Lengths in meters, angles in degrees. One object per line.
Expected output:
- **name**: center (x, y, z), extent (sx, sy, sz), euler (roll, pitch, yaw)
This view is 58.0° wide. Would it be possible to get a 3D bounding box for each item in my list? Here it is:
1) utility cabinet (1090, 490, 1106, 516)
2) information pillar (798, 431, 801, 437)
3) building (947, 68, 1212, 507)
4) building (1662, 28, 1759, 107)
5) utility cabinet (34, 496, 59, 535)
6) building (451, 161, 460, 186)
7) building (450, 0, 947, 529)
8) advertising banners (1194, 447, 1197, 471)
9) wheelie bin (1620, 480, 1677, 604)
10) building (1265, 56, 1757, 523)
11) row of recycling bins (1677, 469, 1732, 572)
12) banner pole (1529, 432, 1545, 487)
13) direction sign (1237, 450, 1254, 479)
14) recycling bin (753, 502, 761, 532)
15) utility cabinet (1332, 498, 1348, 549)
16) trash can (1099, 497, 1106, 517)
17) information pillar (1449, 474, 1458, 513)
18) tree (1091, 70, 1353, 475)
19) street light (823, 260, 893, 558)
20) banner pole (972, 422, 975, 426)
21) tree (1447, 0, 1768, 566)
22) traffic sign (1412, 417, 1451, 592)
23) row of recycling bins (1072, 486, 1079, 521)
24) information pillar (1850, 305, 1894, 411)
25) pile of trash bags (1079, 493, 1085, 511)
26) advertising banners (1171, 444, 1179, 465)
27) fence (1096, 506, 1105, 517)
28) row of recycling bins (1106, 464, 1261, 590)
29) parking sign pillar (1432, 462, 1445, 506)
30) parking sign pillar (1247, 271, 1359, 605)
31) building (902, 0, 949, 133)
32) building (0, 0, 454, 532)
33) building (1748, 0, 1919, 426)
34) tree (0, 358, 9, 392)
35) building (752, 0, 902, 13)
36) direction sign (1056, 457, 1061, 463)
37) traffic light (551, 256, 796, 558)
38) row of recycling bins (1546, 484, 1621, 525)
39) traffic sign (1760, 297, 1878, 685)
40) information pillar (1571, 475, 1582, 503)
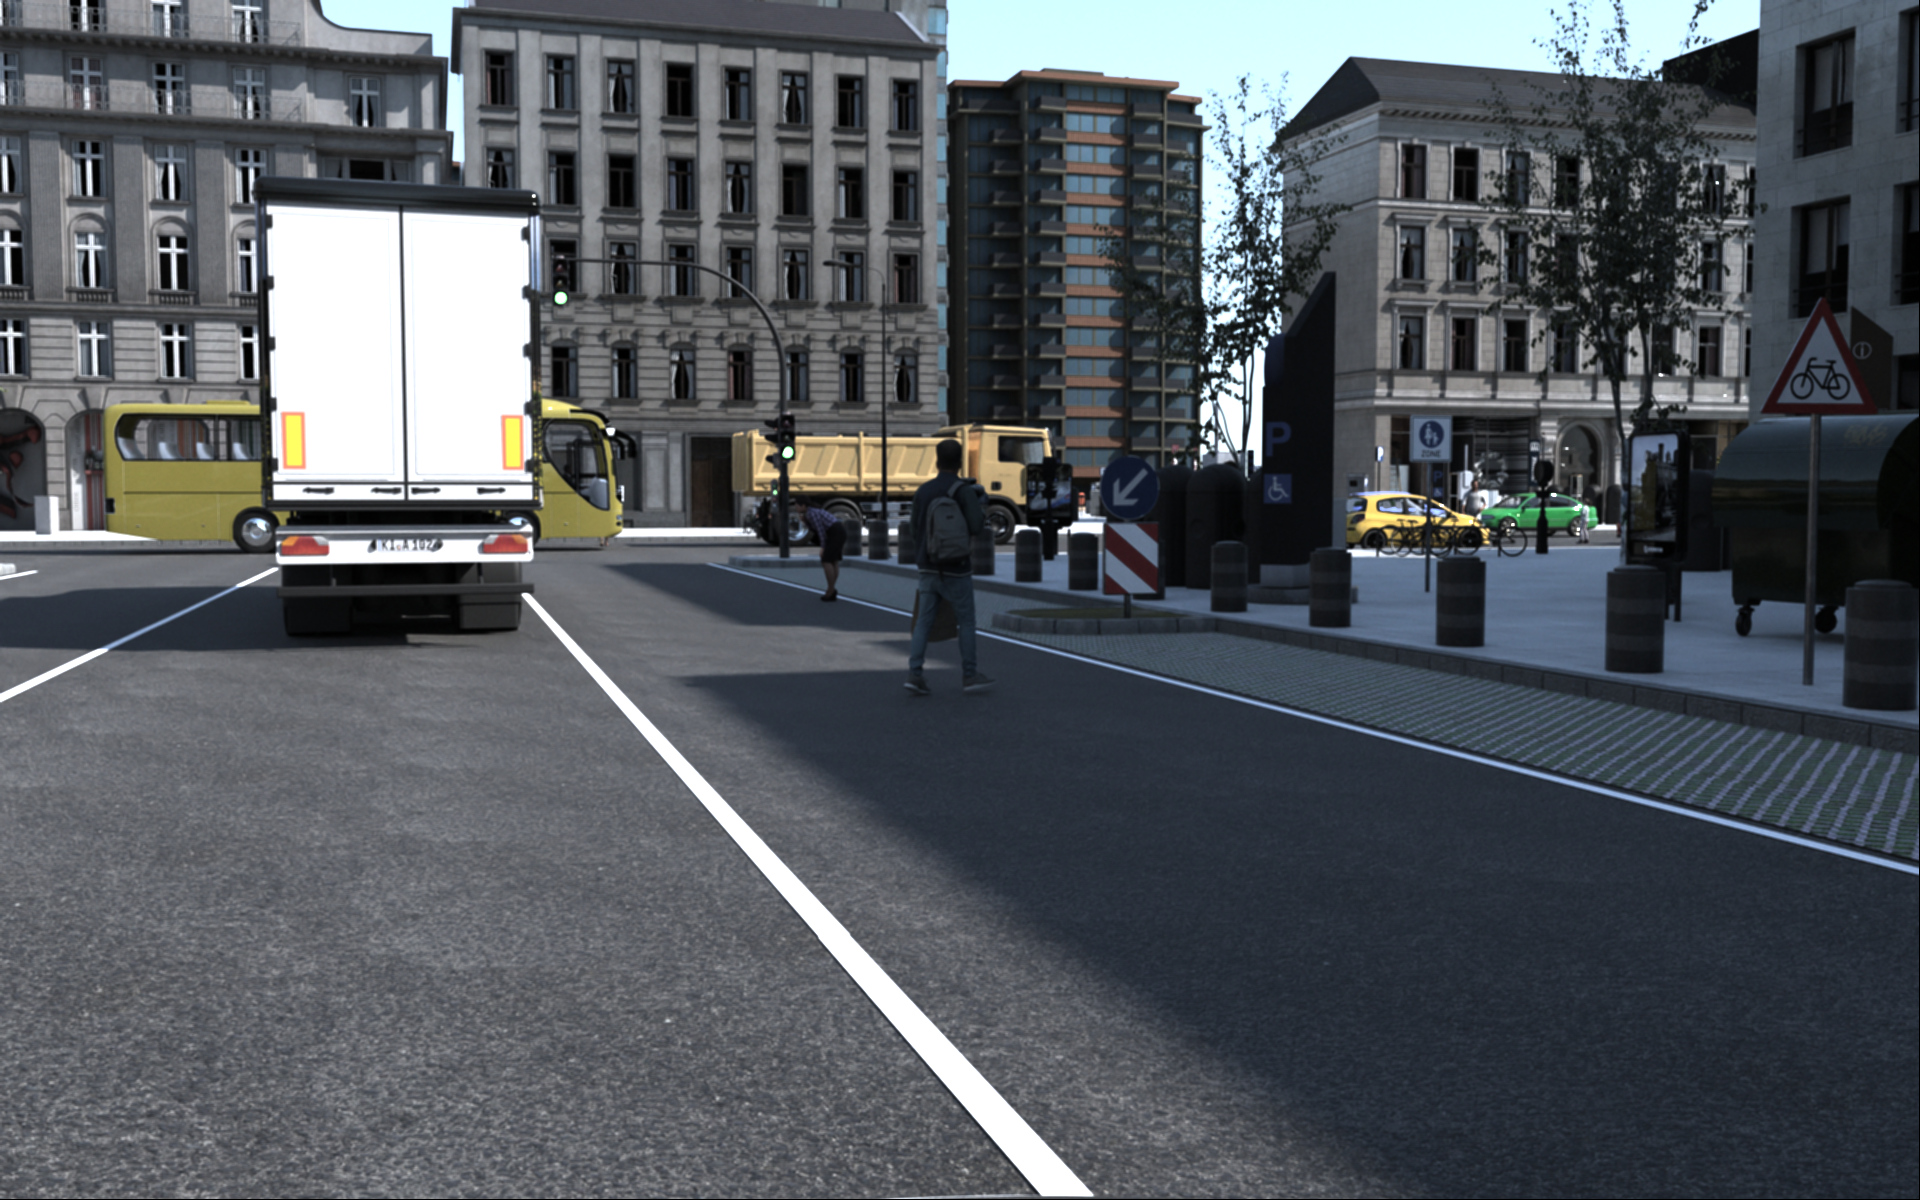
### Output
- **utility cabinet**: center (8.014, -5.496, 98.530), extent (1.173, 1.500, 0.318), euler (2, 4, 24)
- **information pillar**: center (-5.946, -4.466, 64.377), extent (0.183, 3.616, 0.504), euler (-1, 4, -12)
- **building**: center (11.545, -32.252, 181.947), extent (28.867, 44.769, 22.147), euler (-1, 4, -17)
- **building**: center (45.299, -15.663, 85.770), extent (15.834, 23.373, 12.332), euler (-1, 4, -17)
- **utility cabinet**: center (-28.812, -2.660, 54.660), extent (1.020, 1.237, 0.306), euler (3, 4, 38)
- **building**: center (-61.860, -34.970, 226.384), extent (28.867, 44.769, 22.147), euler (-1, 4, -17)
- **building**: center (-10.646, -13.452, 69.097), extent (18.267, 20.994, 9.793), euler (-1, 4, -17)
- **advertising banners**: center (8.448, -4.118, 63.520), extent (0.090, 3.025, 2.074), euler (1, 4, 22)
- **wheelie bin**: center (8.108, -0.760, 20.338), extent (0.693, 1.594, 0.980), euler (1, 4, 20)
- **building**: center (17.647, -13.881, 77.869), extent (40.483, 20.767, 10.553), euler (-1, 4, -17)
- **row of recycling bins**: center (13.181, -1.397, 29.949), extent (1.069, 1.692, 3.534), euler (3, 5, 44)
- **banner pole**: center (23.289, -4.881, 69.827), extent (0.863, 3.779, 0.401), euler (-1, 4, -13)
- **direction sign**: center (14.570, -5.902, 88.496), extent (0.876, 3.537, 0.379), euler (1, 4, 13)
- **recycling bin**: center (-6.513, -2.818, 58.621), extent (0.722, 1.027, 0.722), euler (2, 4, 31)
- **utility cabinet**: center (5.706, -0.981, 27.201), extent (0.306, 1.237, 1.020), euler (3, 5, 39)
- **trash can**: center (8.044, -5.165, 96.099), extent (0.748, 1.137, 0.748), euler (0, 3, 0)
- **information pillar**: center (17.665, -3.518, 62.012), extent (0.304, 2.012, 0.304), euler (1, 4, 12)
- **tree**: center (4.711, -4.877, 30.109), extent (4.360, 8.622, 3.978), euler (0, 3, 0)
- **street light**: center (-2.043, -3.797, 34.622), extent (1.470, 5.913, 1.316), euler (-1, 4, -17)
- **banner pole**: center (0.291, -4.315, 60.569), extent (0.863, 3.779, 0.401), euler (3, 4, 38)
- **tree**: center (9.300, -4.526, 24.361), extent (4.360, 8.622, 3.978), euler (0, 3, 0)
- **traffic sign**: center (6.131, -1.255, 22.651), extent (0.606, 2.300, 0.079), euler (-1, 4, -16)
- **row of recycling bins**: center (3.932, -4.555, 81.591), extent (3.534, 1.692, 1.069), euler (-2, 4, -26)
- **information pillar**: center (11.258, -1.843, 21.495), extent (0.504, 3.616, 0.183), euler (3, 4, 37)
- **pile of trash bags**: center (10.381, -7.407, 130.851), extent (3.447, 1.369, 1.912), euler (-2, 4, -26)
- **advertising banners**: center (7.083, -3.909, 60.101), extent (0.090, 3.025, 2.074), euler (3, 4, 37)
- **fence**: center (7.010, -4.182, 83.747), extent (0.278, 0.683, 2.069), euler (-1, 4, -22)
- **row of recycling bins**: center (3.322, -1.028, 23.927), extent (1.069, 1.692, 3.534), euler (-3, 4, -37)
- **parking sign pillar**: center (17.575, -4.594, 63.591), extent (1.447, 3.967, 1.447), euler (1, 4, 17)
- **parking sign pillar**: center (4.028, -1.966, 20.615), extent (1.447, 3.967, 1.447), euler (2, 4, 32)
- **building**: center (-14.289, -32.731, 154.762), extent (23.786, 49.044, 30.456), euler (-1, 4, -17)
- **building**: center (-31.461, -13.639, 64.800), extent (24.055, 21.916, 13.314), euler (-1, 4, -17)
- **building**: center (20.239, -10.180, 21.196), extent (10.420, 20.320, 16.860), euler (-1, 4, -17)
- **tree**: center (-32.579, -6.377, 54.631), extent (4.737, 8.622, 4.395), euler (0, 3, 0)
- **building**: center (-12.767, -27.440, 132.234), extent (14.154, 41.232, 14.086), euler (-1, 4, -17)
- **direction sign**: center (5.841, -7.057, 107.372), extent (0.876, 3.537, 0.379), euler (2, 4, 31)
- **traffic light**: center (-5.528, -3.622, 33.893), extent (4.771, 5.953, 1.251), euler (-1, 4, -17)
- **row of recycling bins**: center (26.476, -4.058, 73.464), extent (1.069, 1.692, 3.534), euler (-3, 5, -44)
- **traffic sign**: center (5.700, -0.707, 11.565), extent (0.884, 2.594, 0.081), euler (-1, 4, -12)
- **information pillar**: center (24.077, -3.866, 67.706), extent (0.304, 2.012, 0.304), euler (-3, 5, -44)
